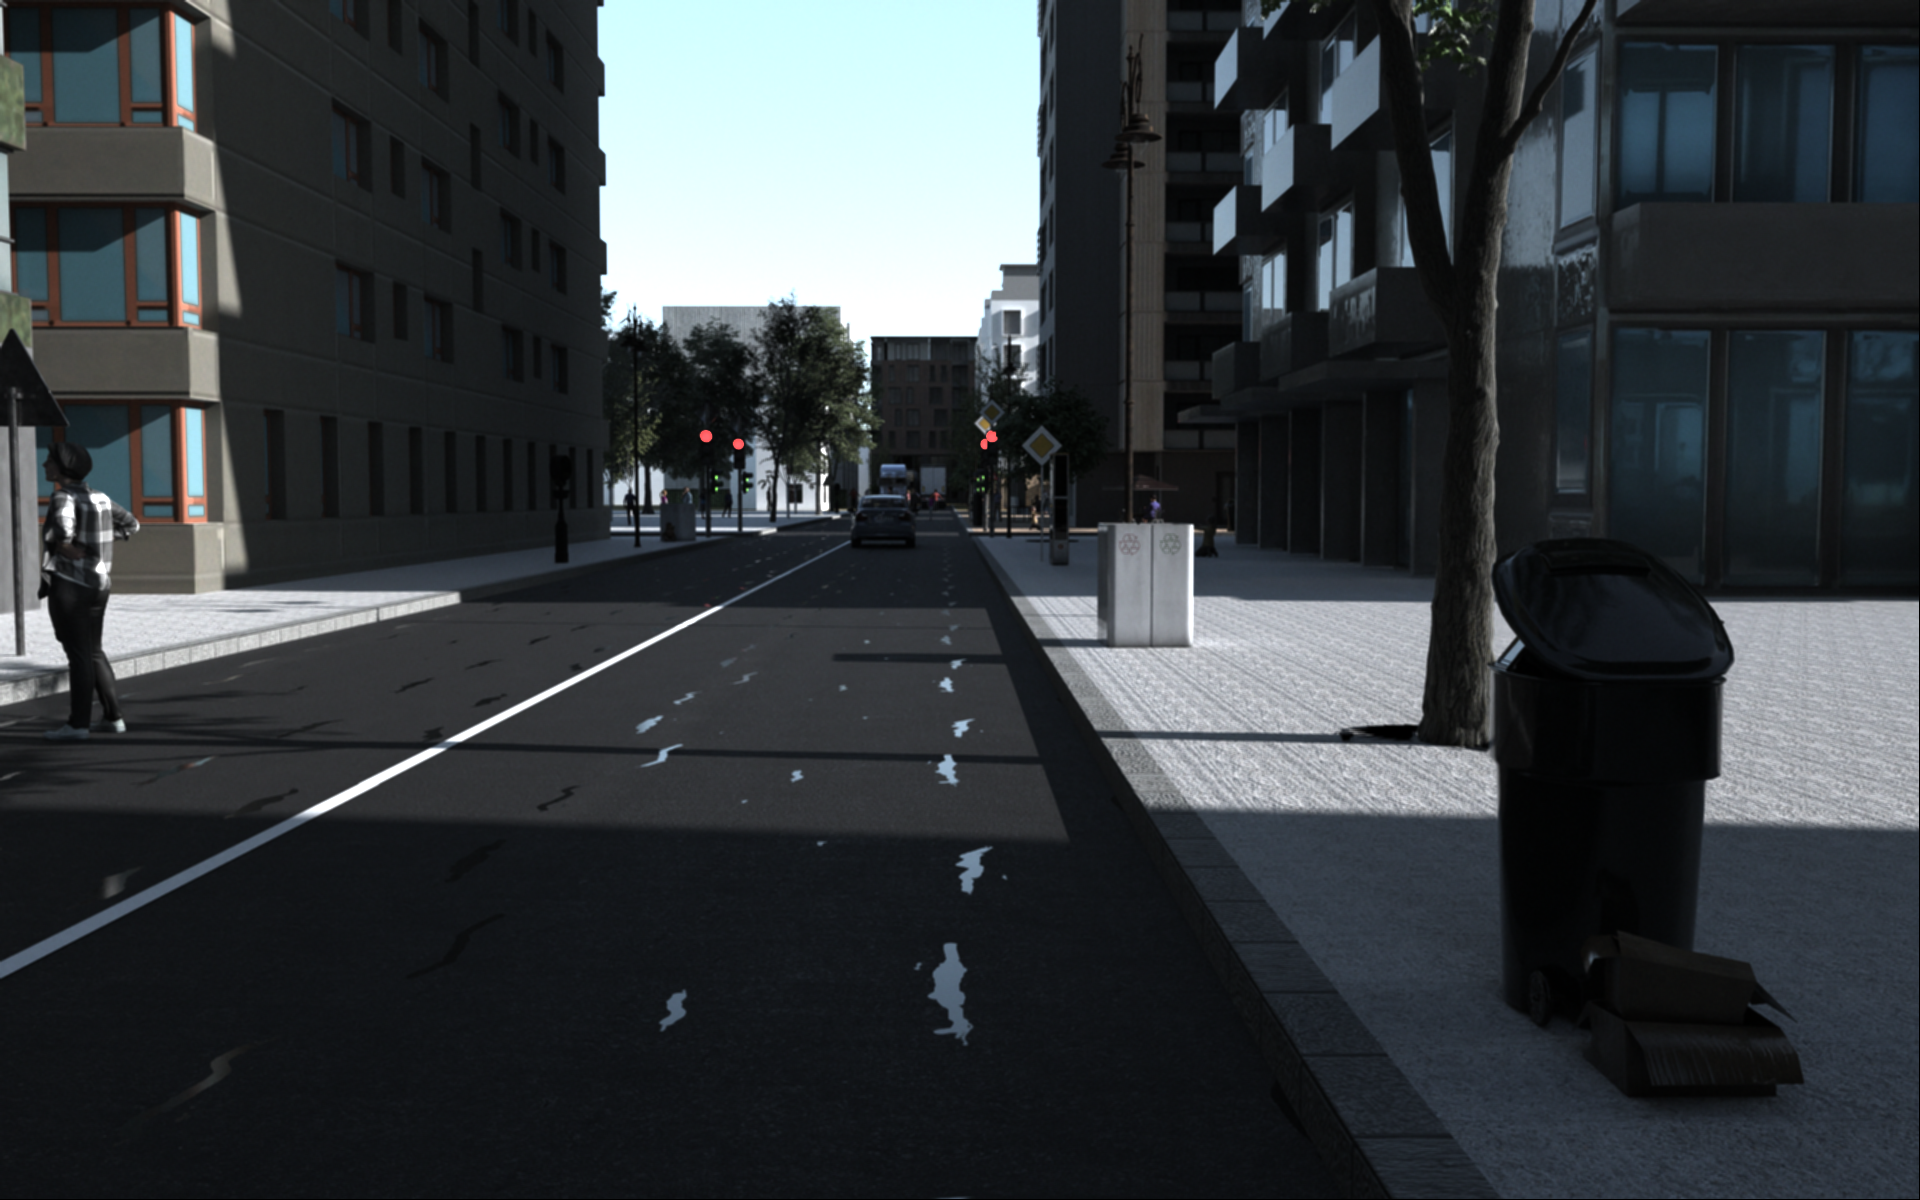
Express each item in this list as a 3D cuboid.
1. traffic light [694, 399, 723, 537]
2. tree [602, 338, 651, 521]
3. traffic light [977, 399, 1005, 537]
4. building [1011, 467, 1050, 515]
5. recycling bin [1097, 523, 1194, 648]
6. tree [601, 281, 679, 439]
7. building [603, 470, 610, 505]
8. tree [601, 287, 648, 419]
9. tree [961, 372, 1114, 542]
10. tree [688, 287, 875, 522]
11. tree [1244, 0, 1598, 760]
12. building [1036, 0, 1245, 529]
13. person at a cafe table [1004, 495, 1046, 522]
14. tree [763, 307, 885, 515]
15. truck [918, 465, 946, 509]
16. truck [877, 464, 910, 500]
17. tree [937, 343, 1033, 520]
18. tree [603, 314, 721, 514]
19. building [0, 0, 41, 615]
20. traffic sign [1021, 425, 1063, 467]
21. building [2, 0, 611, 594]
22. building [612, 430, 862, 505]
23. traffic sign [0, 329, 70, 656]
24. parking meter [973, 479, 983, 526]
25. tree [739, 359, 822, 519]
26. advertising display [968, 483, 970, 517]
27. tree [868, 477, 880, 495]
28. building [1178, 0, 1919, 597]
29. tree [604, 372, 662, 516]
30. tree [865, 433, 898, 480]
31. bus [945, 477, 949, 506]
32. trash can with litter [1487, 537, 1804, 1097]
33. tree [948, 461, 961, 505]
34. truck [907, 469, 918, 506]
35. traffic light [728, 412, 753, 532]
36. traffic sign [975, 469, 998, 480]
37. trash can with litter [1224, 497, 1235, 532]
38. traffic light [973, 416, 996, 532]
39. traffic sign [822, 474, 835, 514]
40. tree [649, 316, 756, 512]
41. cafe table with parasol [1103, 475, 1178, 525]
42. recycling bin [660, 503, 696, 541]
[{"bbox_3d":[-7.433,-3.807,51.167,0.839,4.253,0.868,0,4,-1],"label":"traffic light"},{"bbox_3d":[-16.619,-7.993,81.043,4.360,8.622,3.978,0,3,0],"label":"tree"},{"bbox_3d":[0.928,-3.813,51.259,0.839,4.253,0.868,0,4,-1],"label":"traffic light"},{"bbox_3d":[19.534,-25.793,113.604,32.217,40.220,23.993,0,4,-1],"label":"building"},{"bbox_3d":[1.574,-0.137,14.791,0.722,1.027,0.722,0,4,-3],"label":"recycling bin"},{"bbox_3d":[-20.354,-11.170,92.994,12.009,13.543,11.850,0,3,0],"label":"tree"},{"bbox_3d":[-54.690,-15.969,203.234,28.070,9.664,9.099,0,4,-1],"label":"building"},{"bbox_3d":[-18.708,-10.087,71.575,9.857,13.997,8.962,0,3,0],"label":"tree"},{"bbox_3d":[2.480,-3.863,46.875,4.285,4.588,4.351,0,3,0],"label":"tree"},{"bbox_3d":[-8.359,-8.818,78.591,8.767,10.594,7.601,-3,5,-40],"label":"tree"},{"bbox_3d":[2.452,-5.062,8.519,9.928,11.665,9.643,0,3,0],"label":"tree"},{"bbox_3d":[10.420,-23.562,68.826,14.086,41.232,14.154,0,4,-1],"label":"building"},{"bbox_3d":[3.062,-4.176,79.134,1.726,1.238,1.698,-1,4,-12],"label":"person at a cafe table"},{"bbox_3d":[-8.442,-11.409,104.664,7.486,12.596,7.792,0,3,0],"label":"tree"},{"bbox_3d":[-2.700,-11.168,171.507,2.839,4.237,11.283,0,4,-1],"label":"truck"},{"bbox_3d":[-6.219,-10.567,162.524,2.967,4.110,18.799,0,4,-2],"label":"truck"},{"bbox_3d":[1.705,-8.157,83.731,4.737,8.622,4.395,0,3,0],"label":"tree"},{"bbox_3d":[-20.060,-11.861,110.938,9.611,12.733,9.660,0,3,0],"label":"tree"},{"bbox_3d":[-17.145,-20.028,11.050,14.154,41.232,14.086,0,4,-1],"label":"building"},{"bbox_3d":[1.572,-2.029,32.902,0.795,2.593,0.064,1,4,8],"label":"traffic sign"},{"bbox_3d":[-24.362,-11.629,35.175,28.899,21.520,27.650,0,4,-1],"label":"building"},{"bbox_3d":[-26.084,-16.028,204.209,28.070,9.664,9.099,0,4,-1],"label":"building"},{"bbox_3d":[-7.455,-0.836,13.669,0.884,2.594,0.081,0,4,5],"label":"traffic sign"},{"bbox_3d":[0.715,-3.885,69.236,0.255,1.863,0.399,-2,4,-33],"label":"parking meter"},{"bbox_3d":[-9.110,-8.547,90.106,4.360,8.622,3.978,0,3,0],"label":"tree"},{"bbox_3d":[0.793,-5.614,96.999,0.123,1.923,0.974,3,4,38],"label":"advertising display"},{"bbox_3d":[-9.588,-12.342,196.394,1.663,3.219,1.824,0,3,0],"label":"tree"},{"bbox_3d":[17.315,-25.292,33.126,23.786,49.044,30.456,0,4,-1],"label":"building"},{"bbox_3d":[-19.364,-9.234,101.343,4.737,8.622,4.395,0,3,0],"label":"tree"},{"bbox_3d":[-9.440,-15.923,210.702,4.737,8.622,4.395,0,3,0],"label":"tree"},{"bbox_3d":[-2.841,-12.784,200.563,2.896,3.916,12.252,0,4,1],"label":"bus"},{"bbox_3d":[1.645,0.448,4.066,0.624,1.170,1.055,0,4,-2],"label":"trash can with litter"},{"bbox_3d":[1.067,-8.741,126.631,4.285,4.588,4.351,0,3,0],"label":"tree"},{"bbox_3d":[-6.274,-12.831,198.702,2.839,4.237,11.283,0,4,0],"label":"truck"},{"bbox_3d":[-7.506,-4.296,59.152,0.839,4.253,0.868,0,4,-1],"label":"traffic light"},{"bbox_3d":[0.994,-3.967,64.871,0.884,2.594,0.081,0,4,1],"label":"traffic sign"},{"bbox_3d":[9.515,-2.894,58.696,1.055,1.170,0.624,0,4,-2],"label":"trash can with litter"},{"bbox_3d":[0.855,-4.301,59.244,0.839,4.253,0.868,0,4,-1],"label":"traffic light"},{"bbox_3d":[-8.374,-6.748,110.331,0.884,2.594,0.081,1,4,9],"label":"traffic sign"},{"bbox_3d":[-18.808,-13.392,125.616,9.857,13.997,8.962,0,3,0],"label":"tree"},{"bbox_3d":[6.341,-3.426,60.887,2.610,1.966,2.610,2,4,26],"label":"cafe table with parasol"},{"bbox_3d":[-7.761,-2.148,47.667,0.722,1.027,0.722,2,4,29],"label":"recycling bin"}]
